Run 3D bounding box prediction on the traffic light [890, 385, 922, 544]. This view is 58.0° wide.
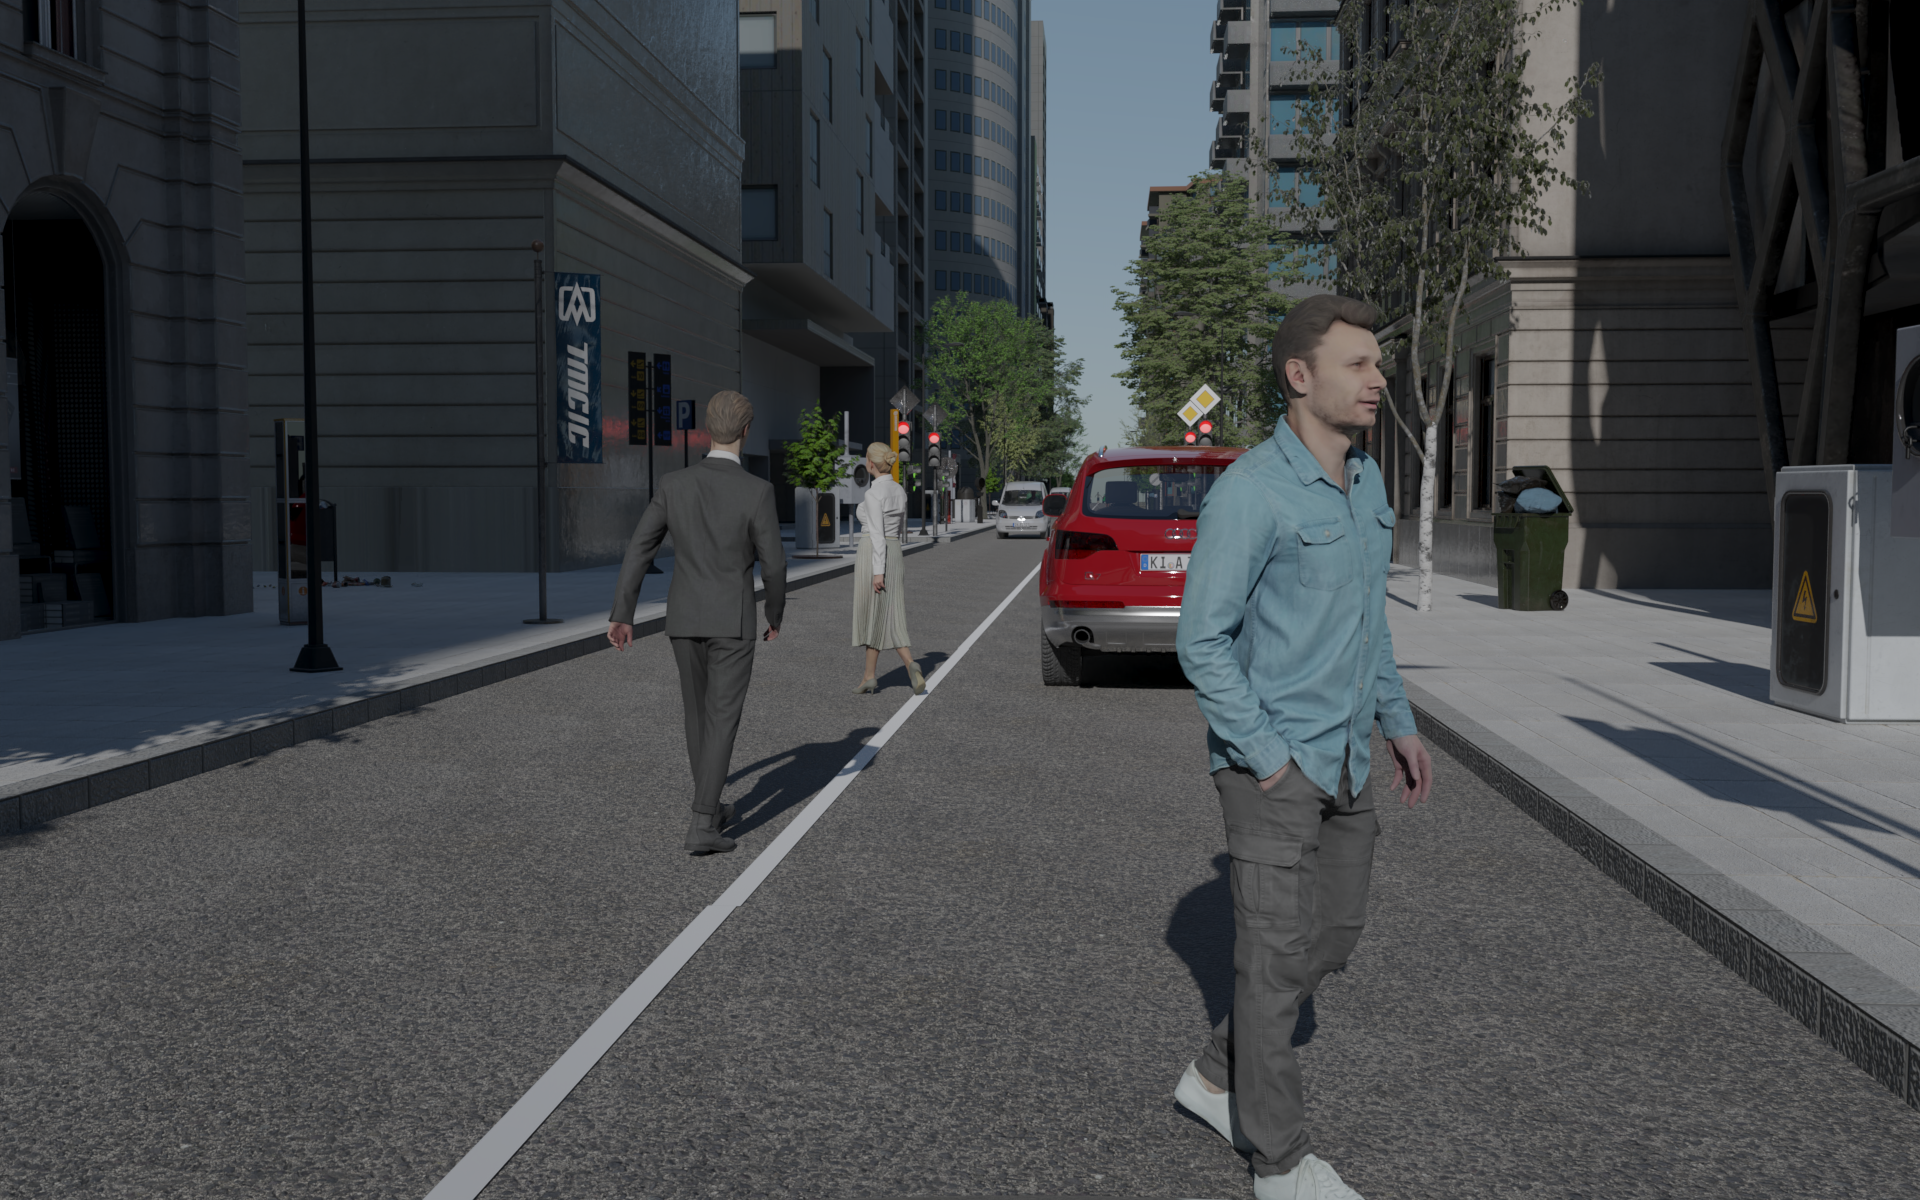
[{"bbox_3d":[-1.415,-3.418,44.803,0.839,4.253,0.868,0,4,5],"label":"traffic light"}]

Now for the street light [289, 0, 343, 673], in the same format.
[{"bbox_3d":[-4.137,-2.435,12.348,1.470,5.913,1.316,0,4,5],"label":"street light"}]

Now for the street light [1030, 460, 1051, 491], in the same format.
[{"bbox_3d":[5.816,-9.583,129.221,1.470,5.913,1.316,0,4,5],"label":"street light"}]

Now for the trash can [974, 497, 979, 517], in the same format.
[{"bbox_3d":[0.728,-5.162,96.046,0.748,1.137,0.748,0,3,0],"label":"trash can"}]

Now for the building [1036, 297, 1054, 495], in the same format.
[{"bbox_3d":[6.405,-29.326,251.180,14.160,30.474,14.107,0,4,5],"label":"building"}]

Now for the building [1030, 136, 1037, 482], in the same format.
[{"bbox_3d":[1.186,-31.130,192.562,14.154,41.232,14.086,0,4,5],"label":"building"}]

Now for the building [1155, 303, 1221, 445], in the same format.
[{"bbox_3d":[33.537,-19.918,170.703,27.650,21.520,28.899,0,4,5],"label":"building"}]

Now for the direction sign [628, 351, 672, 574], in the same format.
[{"bbox_3d":[-4.975,-2.193,27.860,0.379,3.537,0.876,3,4,39],"label":"direction sign"}]

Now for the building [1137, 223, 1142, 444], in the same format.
[{"bbox_3d":[38.962,-37.645,270.111,22.147,44.769,28.867,0,4,5],"label":"building"}]

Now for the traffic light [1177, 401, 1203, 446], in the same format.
[{"bbox_3d":[6.895,-3.866,52.130,0.839,4.253,0.868,0,4,5],"label":"traffic light"}]

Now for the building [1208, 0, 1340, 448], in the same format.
[{"bbox_3d":[25.535,-29.156,96.311,23.786,49.044,30.456,0,4,5],"label":"building"}]

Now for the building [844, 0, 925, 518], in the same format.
[{"bbox_3d":[-10.513,-40.611,102.241,20.563,71.187,20.611,0,4,5],"label":"building"}]

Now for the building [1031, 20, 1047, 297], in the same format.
[{"bbox_3d":[5.135,-50.755,268.098,20.563,71.187,20.611,0,4,5],"label":"building"}]

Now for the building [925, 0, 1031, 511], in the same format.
[{"bbox_3d":[-4.140,-38.458,170.791,21.231,58.520,28.212,0,4,5],"label":"building"}]

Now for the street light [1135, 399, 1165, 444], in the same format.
[{"bbox_3d":[9.440,-6.852,84.577,1.470,5.913,1.316,0,4,5],"label":"street light"}]

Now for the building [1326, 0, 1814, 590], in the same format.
[{"bbox_3d":[12.762,-10.212,31.595,10.561,19.102,19.286,0,4,5],"label":"building"}]

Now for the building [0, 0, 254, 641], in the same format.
[{"bbox_3d":[-14.488,-10.114,7.164,13.314,21.916,24.055,0,4,5],"label":"building"}]

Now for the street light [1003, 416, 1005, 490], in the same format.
[{"bbox_3d":[2.989,-7.537,95.778,1.470,5.913,1.316,0,4,5],"label":"street light"}]

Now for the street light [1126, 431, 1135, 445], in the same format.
[{"bbox_3d":[13.139,-9.448,127.018,1.470,5.913,1.316,0,4,5],"label":"street light"}]

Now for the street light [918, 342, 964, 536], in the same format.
[{"bbox_3d":[-0.581,-4.935,53.229,1.470,5.913,1.316,0,4,5],"label":"street light"}]

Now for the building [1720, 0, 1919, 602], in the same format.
[{"bbox_3d":[15.598,-8.920,13.287,16.820,18.784,16.811,0,4,5],"label":"building"}]

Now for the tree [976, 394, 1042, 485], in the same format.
[{"bbox_3d":[3.257,-9.934,112.785,4.737,8.622,4.395,0,3,0],"label":"tree"}]

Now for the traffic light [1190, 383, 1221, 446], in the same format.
[{"bbox_3d":[6.220,-3.379,44.174,0.839,4.253,0.868,0,4,5],"label":"traffic light"}]

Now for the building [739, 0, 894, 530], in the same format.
[{"bbox_3d":[-17.258,-29.291,68.148,28.713,52.752,27.495,0,4,5],"label":"building"}]

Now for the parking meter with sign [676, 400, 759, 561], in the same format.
[{"bbox_3d":[-4.453,-2.231,32.745,1.738,3.016,0.543,-3,5,-40],"label":"parking meter with sign"}]

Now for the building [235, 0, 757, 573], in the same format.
[{"bbox_3d":[-20.098,-12.396,35.960,30.059,22.955,16.112,0,4,5],"label":"building"}]

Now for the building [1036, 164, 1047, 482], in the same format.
[{"bbox_3d":[-0.593,-37.265,228.885,23.786,49.044,30.456,0,4,5],"label":"building"}]

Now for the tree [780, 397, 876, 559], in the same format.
[{"bbox_3d":[-2.732,-2.447,34.613,1.663,3.219,1.824,0,3,0],"label":"tree"}]

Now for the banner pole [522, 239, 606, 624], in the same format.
[{"bbox_3d":[-3.947,-1.665,17.240,0.863,3.779,0.401,-2,4,-28],"label":"banner pole"}]

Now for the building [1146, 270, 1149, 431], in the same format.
[{"bbox_3d":[30.709,-27.408,219.814,14.160,30.474,14.107,0,4,5],"label":"building"}]

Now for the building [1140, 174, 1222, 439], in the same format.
[{"bbox_3d":[36.982,-35.849,240.759,22.147,44.769,28.867,0,4,5],"label":"building"}]

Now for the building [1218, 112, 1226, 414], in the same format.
[{"bbox_3d":[34.286,-27.558,142.450,32.217,40.220,23.993,0,4,5],"label":"building"}]

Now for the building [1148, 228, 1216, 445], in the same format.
[{"bbox_3d":[28.525,-25.730,192.393,14.160,30.474,14.107,0,4,5],"label":"building"}]

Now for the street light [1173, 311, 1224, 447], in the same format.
[{"bbox_3d":[6.122,-4.381,44.169,1.470,5.913,1.316,0,4,5],"label":"street light"}]

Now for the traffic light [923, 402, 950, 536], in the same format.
[{"bbox_3d":[-0.740,-3.905,52.760,0.839,4.253,0.868,0,4,5],"label":"traffic light"}]
